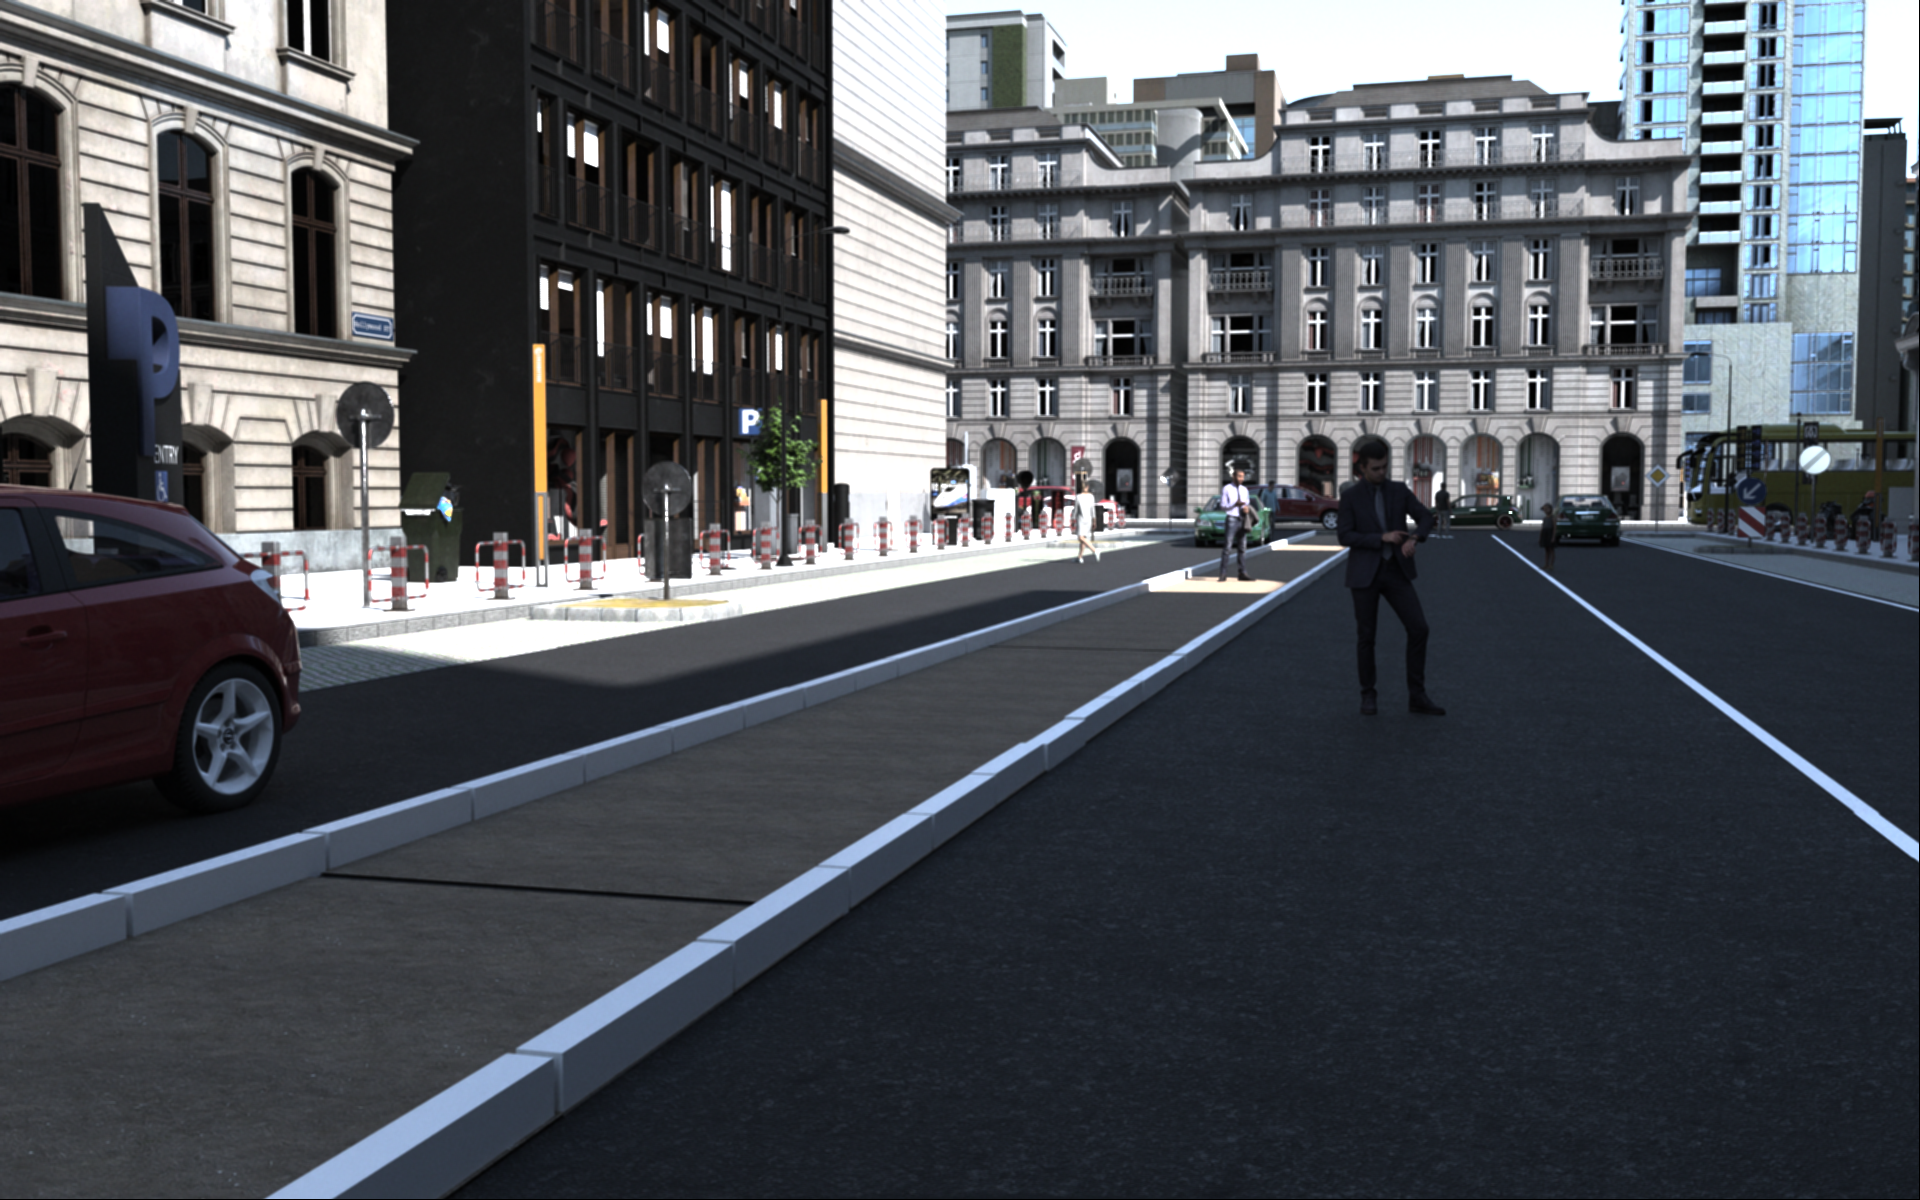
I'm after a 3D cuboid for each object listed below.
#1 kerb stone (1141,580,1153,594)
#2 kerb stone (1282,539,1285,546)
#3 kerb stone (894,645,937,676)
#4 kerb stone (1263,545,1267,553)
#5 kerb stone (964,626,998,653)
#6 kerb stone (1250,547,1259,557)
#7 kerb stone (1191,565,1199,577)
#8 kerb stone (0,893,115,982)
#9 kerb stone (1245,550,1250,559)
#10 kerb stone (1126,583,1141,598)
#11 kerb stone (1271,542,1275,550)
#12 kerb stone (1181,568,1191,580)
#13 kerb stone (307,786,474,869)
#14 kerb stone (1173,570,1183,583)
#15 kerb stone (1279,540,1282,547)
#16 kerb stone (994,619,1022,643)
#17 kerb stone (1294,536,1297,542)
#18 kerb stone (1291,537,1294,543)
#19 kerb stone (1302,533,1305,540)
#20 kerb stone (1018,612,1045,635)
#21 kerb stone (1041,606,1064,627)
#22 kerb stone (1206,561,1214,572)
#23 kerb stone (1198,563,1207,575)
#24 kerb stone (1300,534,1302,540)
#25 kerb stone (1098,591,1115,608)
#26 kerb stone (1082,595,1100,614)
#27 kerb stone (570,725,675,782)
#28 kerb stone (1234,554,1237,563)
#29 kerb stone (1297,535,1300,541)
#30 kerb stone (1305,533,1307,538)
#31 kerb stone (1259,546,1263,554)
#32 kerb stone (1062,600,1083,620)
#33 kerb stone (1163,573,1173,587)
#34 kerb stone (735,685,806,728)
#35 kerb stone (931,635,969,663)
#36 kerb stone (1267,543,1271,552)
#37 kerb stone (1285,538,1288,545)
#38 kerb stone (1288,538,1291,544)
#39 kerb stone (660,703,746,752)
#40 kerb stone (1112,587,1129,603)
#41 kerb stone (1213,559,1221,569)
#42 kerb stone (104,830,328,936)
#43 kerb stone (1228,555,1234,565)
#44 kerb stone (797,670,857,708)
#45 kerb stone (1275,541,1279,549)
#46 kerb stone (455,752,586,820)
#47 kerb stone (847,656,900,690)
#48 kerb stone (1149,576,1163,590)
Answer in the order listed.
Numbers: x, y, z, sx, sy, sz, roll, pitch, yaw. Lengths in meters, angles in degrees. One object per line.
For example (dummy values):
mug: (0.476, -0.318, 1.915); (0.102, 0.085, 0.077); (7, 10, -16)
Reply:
kerb stone: (2.594, -0.157, 24.873); (0.120, 0.150, 1.000); (1, 4, 15)
kerb stone: (8.590, -1.497, 46.676); (0.120, 0.150, 1.000); (1, 4, 15)
kerb stone: (-0.403, 0.502, 13.991); (0.120, 0.150, 1.000); (1, 4, 15)
kerb stone: (7.220, -1.191, 41.724); (0.120, 0.150, 1.000); (1, 4, 15)
kerb stone: (0.143, 0.380, 15.977); (0.120, 0.150, 1.000); (1, 4, 15)
kerb stone: (6.683, -1.070, 39.735); (0.120, 0.150, 1.000); (1, 4, 15)
kerb stone: (3.951, -0.463, 29.839); (0.120, 0.150, 1.000); (1, 4, 15)
kerb stone: (-2.857, 1.047, 5.072); (0.120, 0.150, 1.000); (1, 4, 15)
kerb stone: (6.146, -0.952, 37.757); (0.120, 0.150, 1.000); (1, 4, 15)
kerb stone: (2.318, -0.103, 23.886); (0.120, 0.150, 1.000); (1, 4, 15)
kerb stone: (7.774, -1.314, 43.706); (0.120, 0.150, 1.000); (1, 4, 15)
kerb stone: (3.684, -0.406, 28.845); (0.120, 0.150, 1.000); (1, 4, 15)
kerb stone: (-2.315, 0.926, 7.064); (0.120, 0.150, 1.000); (1, 4, 15)
kerb stone: (3.411, -0.343, 27.857); (0.120, 0.150, 1.000); (1, 4, 15)
kerb stone: (8.317, -1.437, 45.689); (0.120, 0.150, 1.000); (1, 4, 15)
kerb stone: (0.413, 0.320, 16.965); (0.120, 0.150, 1.000); (1, 4, 15)
kerb stone: (9.682, -1.740, 50.640); (0.120, 0.150, 1.000); (1, 4, 15)
kerb stone: (9.410, -1.676, 49.645); (0.120, 0.150, 1.000); (1, 4, 15)
kerb stone: (10.494, -1.921, 53.605); (0.120, 0.150, 1.000); (1, 4, 15)
kerb stone: (0.686, 0.259, 17.953); (0.120, 0.150, 1.000); (1, 4, 15)
kerb stone: (0.951, 0.199, 18.942); (0.120, 0.150, 1.000); (1, 4, 15)
kerb stone: (4.501, -0.588, 31.819); (0.120, 0.150, 1.000); (1, 4, 15)
kerb stone: (4.233, -0.528, 30.831); (0.120, 0.150, 1.000); (1, 4, 15)
kerb stone: (10.224, -1.857, 52.617); (0.120, 0.150, 1.000); (1, 4, 15)
kerb stone: (1.779, 0.017, 21.910); (0.120, 0.150, 1.000); (1, 4, 15)
kerb stone: (1.504, 0.078, 20.916); (0.120, 0.150, 1.000); (1, 4, 15)
kerb stone: (-1.772, 0.805, 9.042); (0.120, 0.150, 1.000); (1, 4, 15)
kerb stone: (5.591, -0.828, 35.785); (0.120, 0.150, 1.000); (1, 4, 15)
kerb stone: (9.954, -1.798, 51.629); (0.120, 0.150, 1.000); (1, 4, 15)
kerb stone: (10.766, -1.982, 54.596); (0.120, 0.150, 1.000); (1, 4, 15)
kerb stone: (6.958, -1.134, 40.732); (0.120, 0.150, 1.000); (1, 4, 15)
kerb stone: (1.229, 0.139, 19.929); (0.120, 0.150, 1.000); (1, 4, 15)
kerb stone: (3.133, -0.284, 26.870); (0.120, 0.150, 1.000); (1, 4, 15)
kerb stone: (-1.227, 0.684, 11.020); (0.120, 0.150, 1.000); (1, 4, 15)
kerb stone: (-0.136, 0.444, 14.981); (0.120, 0.150, 1.000); (1, 4, 15)
kerb stone: (7.504, -1.255, 42.710); (0.120, 0.150, 1.000); (1, 4, 15)
kerb stone: (8.862, -1.558, 47.666); (0.120, 0.150, 1.000); (1, 4, 15)
kerb stone: (9.134, -1.618, 48.654); (0.120, 0.150, 1.000); (1, 4, 15)
kerb stone: (-1.501, 0.744, 10.030); (0.120, 0.150, 1.000); (1, 4, 15)
kerb stone: (2.050, -0.043, 22.898); (0.120, 0.150, 1.000); (1, 4, 15)
kerb stone: (4.774, -0.649, 32.807); (0.120, 0.150, 1.000); (1, 4, 15)
kerb stone: (-2.582, 0.987, 6.064); (0.120, 0.150, 1.000); (1, 4, 15)
kerb stone: (5.327, -0.771, 34.796); (0.120, 0.150, 1.000); (1, 4, 15)
kerb stone: (-0.947, 0.626, 12.014); (0.120, 0.150, 1.000); (1, 4, 15)
kerb stone: (8.051, -1.376, 44.700); (0.120, 0.150, 1.000); (1, 4, 15)
kerb stone: (-2.042, 0.865, 8.052); (0.120, 0.150, 1.000); (1, 4, 15)
kerb stone: (-0.678, 0.565, 13.005); (0.120, 0.150, 1.000); (1, 4, 15)
kerb stone: (2.864, -0.225, 25.870); (0.120, 0.150, 1.000); (1, 4, 15)
